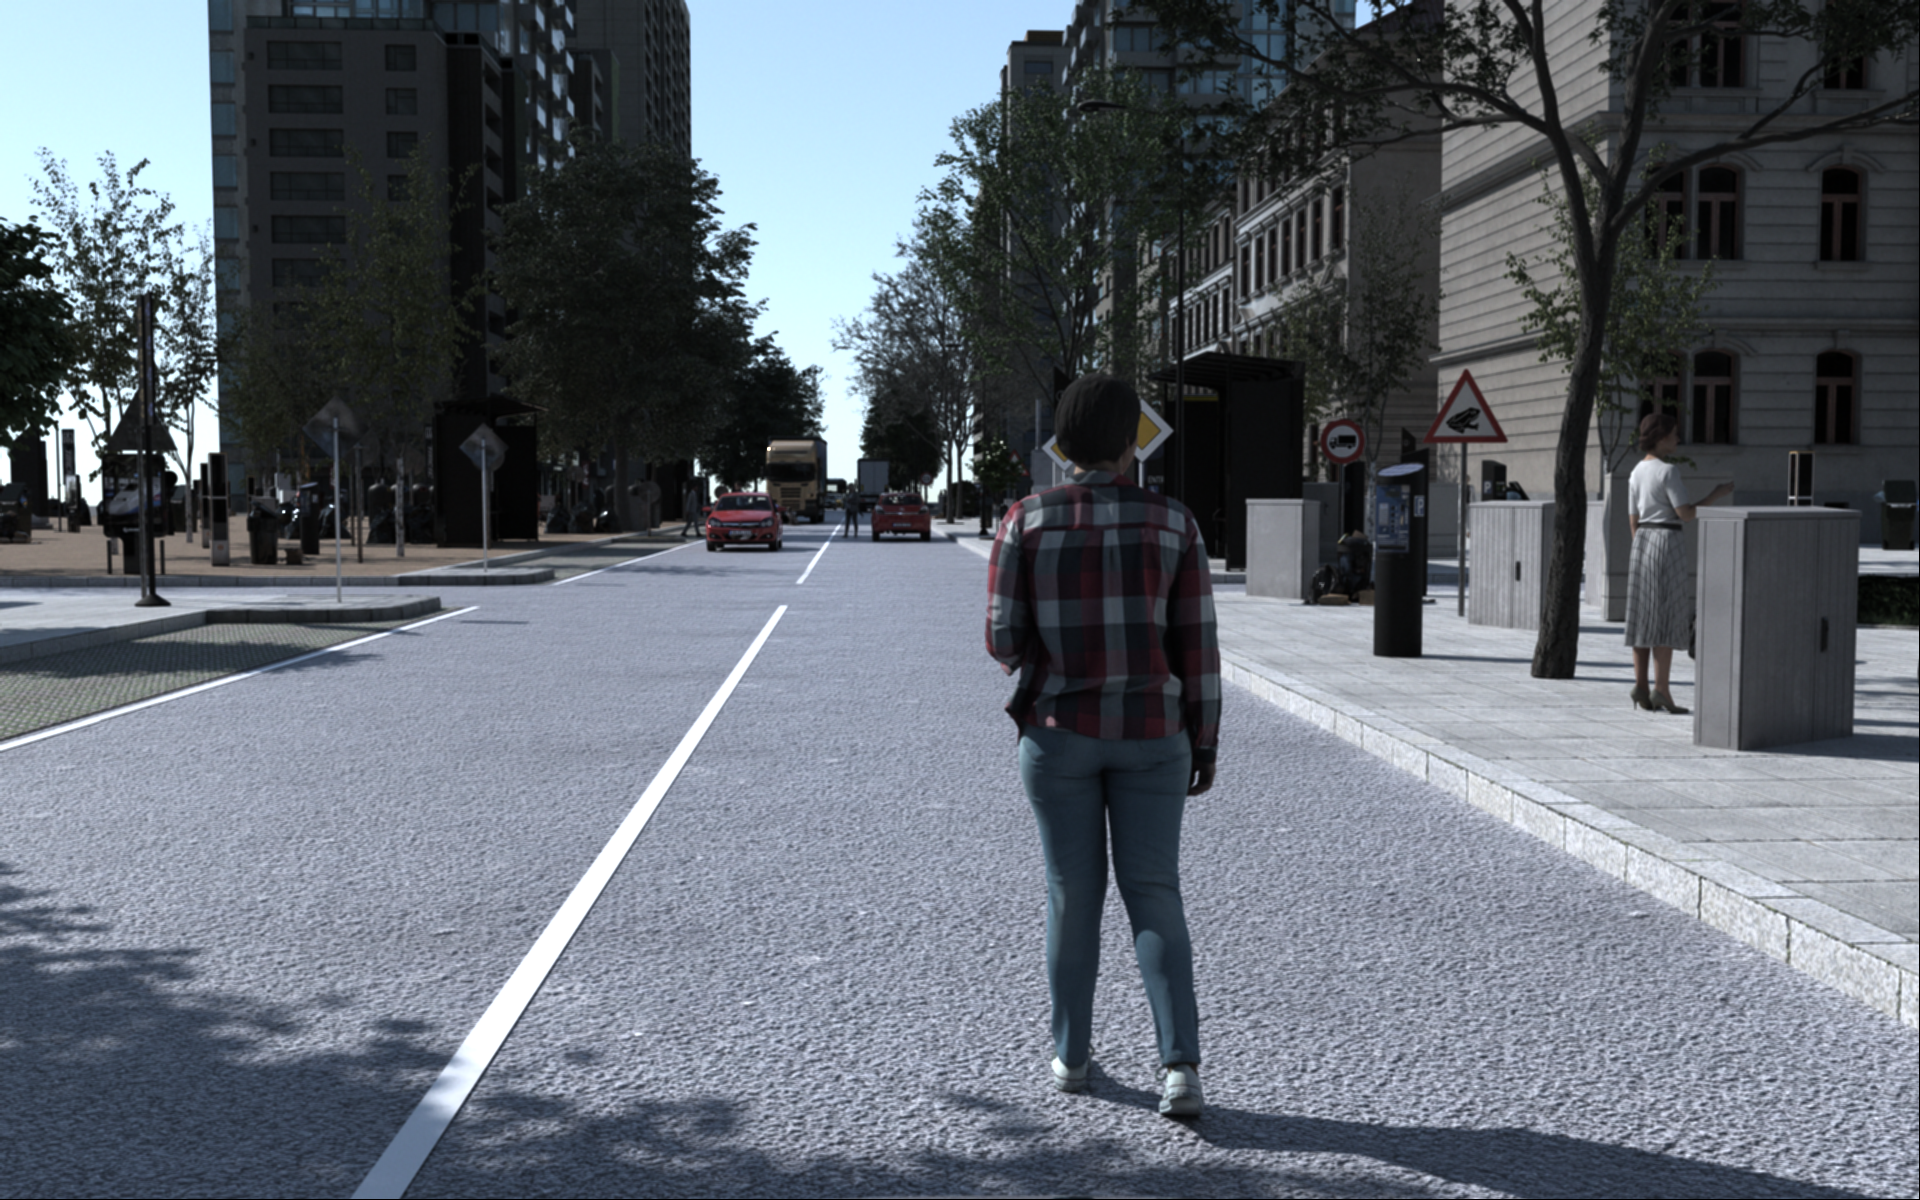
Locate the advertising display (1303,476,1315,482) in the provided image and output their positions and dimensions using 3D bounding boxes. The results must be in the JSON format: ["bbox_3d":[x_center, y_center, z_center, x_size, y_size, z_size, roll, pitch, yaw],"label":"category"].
[{"bbox_3d":[12.698,-3.538,63.067,0.123,1.923,0.974,2,4,32],"label":"advertising display"}]

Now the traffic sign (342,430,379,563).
[{"bbox_3d":[-11.175,-1.963,32.201,0.768,2.556,0.104,0,4,0],"label":"traffic sign"}]

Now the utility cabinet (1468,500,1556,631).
[{"bbox_3d":[5.337,-0.336,16.661,0.306,1.237,1.020,-2,4,-24],"label":"utility cabinet"}]

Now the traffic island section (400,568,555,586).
[{"bbox_3d":[-7.841,-0.379,28.485,2.009,0.180,2.903,0,4,-3],"label":"traffic island section"}]

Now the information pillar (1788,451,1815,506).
[{"bbox_3d":[14.534,-1.557,29.947,0.304,2.012,0.304,0,4,2],"label":"information pillar"}]

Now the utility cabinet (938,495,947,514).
[{"bbox_3d":[-0.927,-5.113,94.760,0.306,1.237,1.020,1,4,14],"label":"utility cabinet"}]

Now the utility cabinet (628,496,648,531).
[{"bbox_3d":[-11.488,-3.035,60.788,1.020,1.237,0.306,0,4,-5],"label":"utility cabinet"}]

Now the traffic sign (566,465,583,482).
[{"bbox_3d":[-17.157,-4.706,77.046,0.768,2.556,0.104,0,4,6],"label":"traffic sign"}]

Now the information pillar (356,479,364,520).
[{"bbox_3d":[-30.021,-5.027,86.684,0.304,2.012,0.304,-1,4,-13],"label":"information pillar"}]

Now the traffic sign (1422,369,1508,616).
[{"bbox_3d":[5.258,-1.106,18.095,0.884,2.594,0.081,0,4,1],"label":"traffic sign"}]

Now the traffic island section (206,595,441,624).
[{"bbox_3d":[-7.385,0.108,20.513,2.009,0.180,2.903,0,4,-3],"label":"traffic island section"}]

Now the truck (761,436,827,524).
[{"bbox_3d":[-8.090,-5.946,86.127,2.839,4.237,11.283,0,4,-2],"label":"truck"}]

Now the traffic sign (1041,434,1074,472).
[{"bbox_3d":[1.762,-1.636,28.945,0.795,2.593,0.064,0,4,-3],"label":"traffic sign"}]

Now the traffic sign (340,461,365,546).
[{"bbox_3d":[-14.953,-2.598,42.590,0.768,2.556,0.104,0,4,-1],"label":"traffic sign"}]

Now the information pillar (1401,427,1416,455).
[{"bbox_3d":[15.534,-4.204,60.097,0.504,3.616,0.183,0,4,3],"label":"information pillar"}]

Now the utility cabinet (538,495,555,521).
[{"bbox_3d":[-19.881,-4.384,82.835,1.020,1.237,0.306,-1,4,-15],"label":"utility cabinet"}]

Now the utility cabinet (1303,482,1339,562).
[{"bbox_3d":[6.700,-1.445,32.311,1.173,1.500,0.318,0,4,-6],"label":"utility cabinet"}]

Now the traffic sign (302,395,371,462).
[{"bbox_3d":[-7.362,-1.117,20.447,0.795,2.593,0.064,0,4,-3],"label":"traffic sign"}]

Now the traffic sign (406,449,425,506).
[{"bbox_3d":[-15.395,-2.968,48.627,0.768,2.556,0.104,0,4,3],"label":"traffic sign"}]

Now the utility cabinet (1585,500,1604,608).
[{"bbox_3d":[7.376,-0.517,19.619,0.306,1.237,1.020,0,4,3],"label":"utility cabinet"}]

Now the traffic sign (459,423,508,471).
[{"bbox_3d":[-7.818,-1.604,28.419,0.795,2.593,0.064,0,4,-3],"label":"traffic sign"}]

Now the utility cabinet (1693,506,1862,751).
[{"bbox_3d":[4.246,0.133,8.983,1.020,1.237,0.306,-2,4,-33],"label":"utility cabinet"}]

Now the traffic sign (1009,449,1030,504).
[{"bbox_3d":[1.581,-3.072,50.231,0.884,2.594,0.081,0,4,1],"label":"traffic sign"}]

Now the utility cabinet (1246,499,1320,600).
[{"bbox_3d":[4.003,-0.632,21.501,0.306,1.237,1.020,-2,4,-33],"label":"utility cabinet"}]

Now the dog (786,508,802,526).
[{"bbox_3d":[-7.492,-3.782,78.677,0.800,0.831,0.513,0,4,7],"label":"dog"}]

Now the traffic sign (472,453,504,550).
[{"bbox_3d":[-10.891,-2.436,39.943,0.768,2.556,0.104,0,4,-2],"label":"traffic sign"}]

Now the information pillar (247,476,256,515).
[{"bbox_3d":[-29.020,-4.065,70.961,0.304,2.012,0.304,-1,4,-20],"label":"information pillar"}]

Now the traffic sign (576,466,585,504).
[{"bbox_3d":[-17.478,-4.825,78.990,0.768,2.556,0.104,0,4,1],"label":"traffic sign"}]

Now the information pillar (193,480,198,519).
[{"bbox_3d":[-38.881,-5.124,88.275,0.304,2.012,0.304,-1,4,-9],"label":"information pillar"}]

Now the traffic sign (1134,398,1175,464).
[{"bbox_3d":[2.218,-1.149,20.973,0.795,2.593,0.064,0,4,-3],"label":"traffic sign"}]

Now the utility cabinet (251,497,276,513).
[{"bbox_3d":[-16.517,-1.833,41.132,0.306,1.237,1.020,0,4,-7],"label":"utility cabinet"}]

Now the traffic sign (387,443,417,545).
[{"bbox_3d":[-13.986,-2.648,43.408,0.768,2.556,0.104,0,4,4],"label":"traffic sign"}]

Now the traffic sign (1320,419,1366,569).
[{"bbox_3d":[6.478,-1.792,29.398,0.768,2.556,0.104,0,4,3],"label":"traffic sign"}]

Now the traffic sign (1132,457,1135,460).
[{"bbox_3d":[2.945,-1.979,32.456,0.768,2.556,0.104,0,4,6],"label":"traffic sign"}]

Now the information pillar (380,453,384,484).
[{"bbox_3d":[-30.702,-6.161,92.087,0.183,3.616,0.504,0,4,-8],"label":"information pillar"}]

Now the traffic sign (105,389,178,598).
[{"bbox_3d":[-10.047,-1.300,21.257,0.884,2.594,0.081,0,4,-1],"label":"traffic sign"}]

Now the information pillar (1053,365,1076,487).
[{"bbox_3d":[1.926,-2.462,31.607,0.504,3.616,0.183,-1,4,-10],"label":"information pillar"}]

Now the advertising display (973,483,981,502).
[{"bbox_3d":[0.767,-6.062,104.327,0.974,1.923,0.123,-1,4,-12],"label":"advertising display"}]

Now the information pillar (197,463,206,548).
[{"bbox_3d":[-17.766,-2.233,41.000,0.304,2.012,0.304,-1,4,-8],"label":"information pillar"}]

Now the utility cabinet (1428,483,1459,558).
[{"bbox_3d":[9.239,-1.561,34.205,1.173,1.500,0.318,-1,4,-15],"label":"utility cabinet"}]

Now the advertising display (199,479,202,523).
[{"bbox_3d":[-33.348,-4.340,76.168,0.123,1.923,0.974,-1,4,-21],"label":"advertising display"}]

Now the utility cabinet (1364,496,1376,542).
[{"bbox_3d":[11.220,-2.187,46.911,1.020,1.237,0.306,2,4,33],"label":"utility cabinet"}]

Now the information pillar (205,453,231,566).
[{"bbox_3d":[-13.194,-1.610,30.823,0.304,2.012,0.304,-2,4,-29],"label":"information pillar"}]

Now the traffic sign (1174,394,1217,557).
[{"bbox_3d":[5.474,-2.529,35.222,2.265,3.308,0.079,0,4,2],"label":"traffic sign"}]

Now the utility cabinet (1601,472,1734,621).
[{"bbox_3d":[7.103,-0.534,17.417,1.173,1.500,0.318,0,4,8],"label":"utility cabinet"}]

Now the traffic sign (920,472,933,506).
[{"bbox_3d":[-1.920,-6.071,99.371,0.768,2.556,0.104,0,4,-1],"label":"traffic sign"}]

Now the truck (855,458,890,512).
[{"bbox_3d":[-7.120,-9.317,141.244,2.839,4.237,11.283,0,4,-4],"label":"truck"}]
